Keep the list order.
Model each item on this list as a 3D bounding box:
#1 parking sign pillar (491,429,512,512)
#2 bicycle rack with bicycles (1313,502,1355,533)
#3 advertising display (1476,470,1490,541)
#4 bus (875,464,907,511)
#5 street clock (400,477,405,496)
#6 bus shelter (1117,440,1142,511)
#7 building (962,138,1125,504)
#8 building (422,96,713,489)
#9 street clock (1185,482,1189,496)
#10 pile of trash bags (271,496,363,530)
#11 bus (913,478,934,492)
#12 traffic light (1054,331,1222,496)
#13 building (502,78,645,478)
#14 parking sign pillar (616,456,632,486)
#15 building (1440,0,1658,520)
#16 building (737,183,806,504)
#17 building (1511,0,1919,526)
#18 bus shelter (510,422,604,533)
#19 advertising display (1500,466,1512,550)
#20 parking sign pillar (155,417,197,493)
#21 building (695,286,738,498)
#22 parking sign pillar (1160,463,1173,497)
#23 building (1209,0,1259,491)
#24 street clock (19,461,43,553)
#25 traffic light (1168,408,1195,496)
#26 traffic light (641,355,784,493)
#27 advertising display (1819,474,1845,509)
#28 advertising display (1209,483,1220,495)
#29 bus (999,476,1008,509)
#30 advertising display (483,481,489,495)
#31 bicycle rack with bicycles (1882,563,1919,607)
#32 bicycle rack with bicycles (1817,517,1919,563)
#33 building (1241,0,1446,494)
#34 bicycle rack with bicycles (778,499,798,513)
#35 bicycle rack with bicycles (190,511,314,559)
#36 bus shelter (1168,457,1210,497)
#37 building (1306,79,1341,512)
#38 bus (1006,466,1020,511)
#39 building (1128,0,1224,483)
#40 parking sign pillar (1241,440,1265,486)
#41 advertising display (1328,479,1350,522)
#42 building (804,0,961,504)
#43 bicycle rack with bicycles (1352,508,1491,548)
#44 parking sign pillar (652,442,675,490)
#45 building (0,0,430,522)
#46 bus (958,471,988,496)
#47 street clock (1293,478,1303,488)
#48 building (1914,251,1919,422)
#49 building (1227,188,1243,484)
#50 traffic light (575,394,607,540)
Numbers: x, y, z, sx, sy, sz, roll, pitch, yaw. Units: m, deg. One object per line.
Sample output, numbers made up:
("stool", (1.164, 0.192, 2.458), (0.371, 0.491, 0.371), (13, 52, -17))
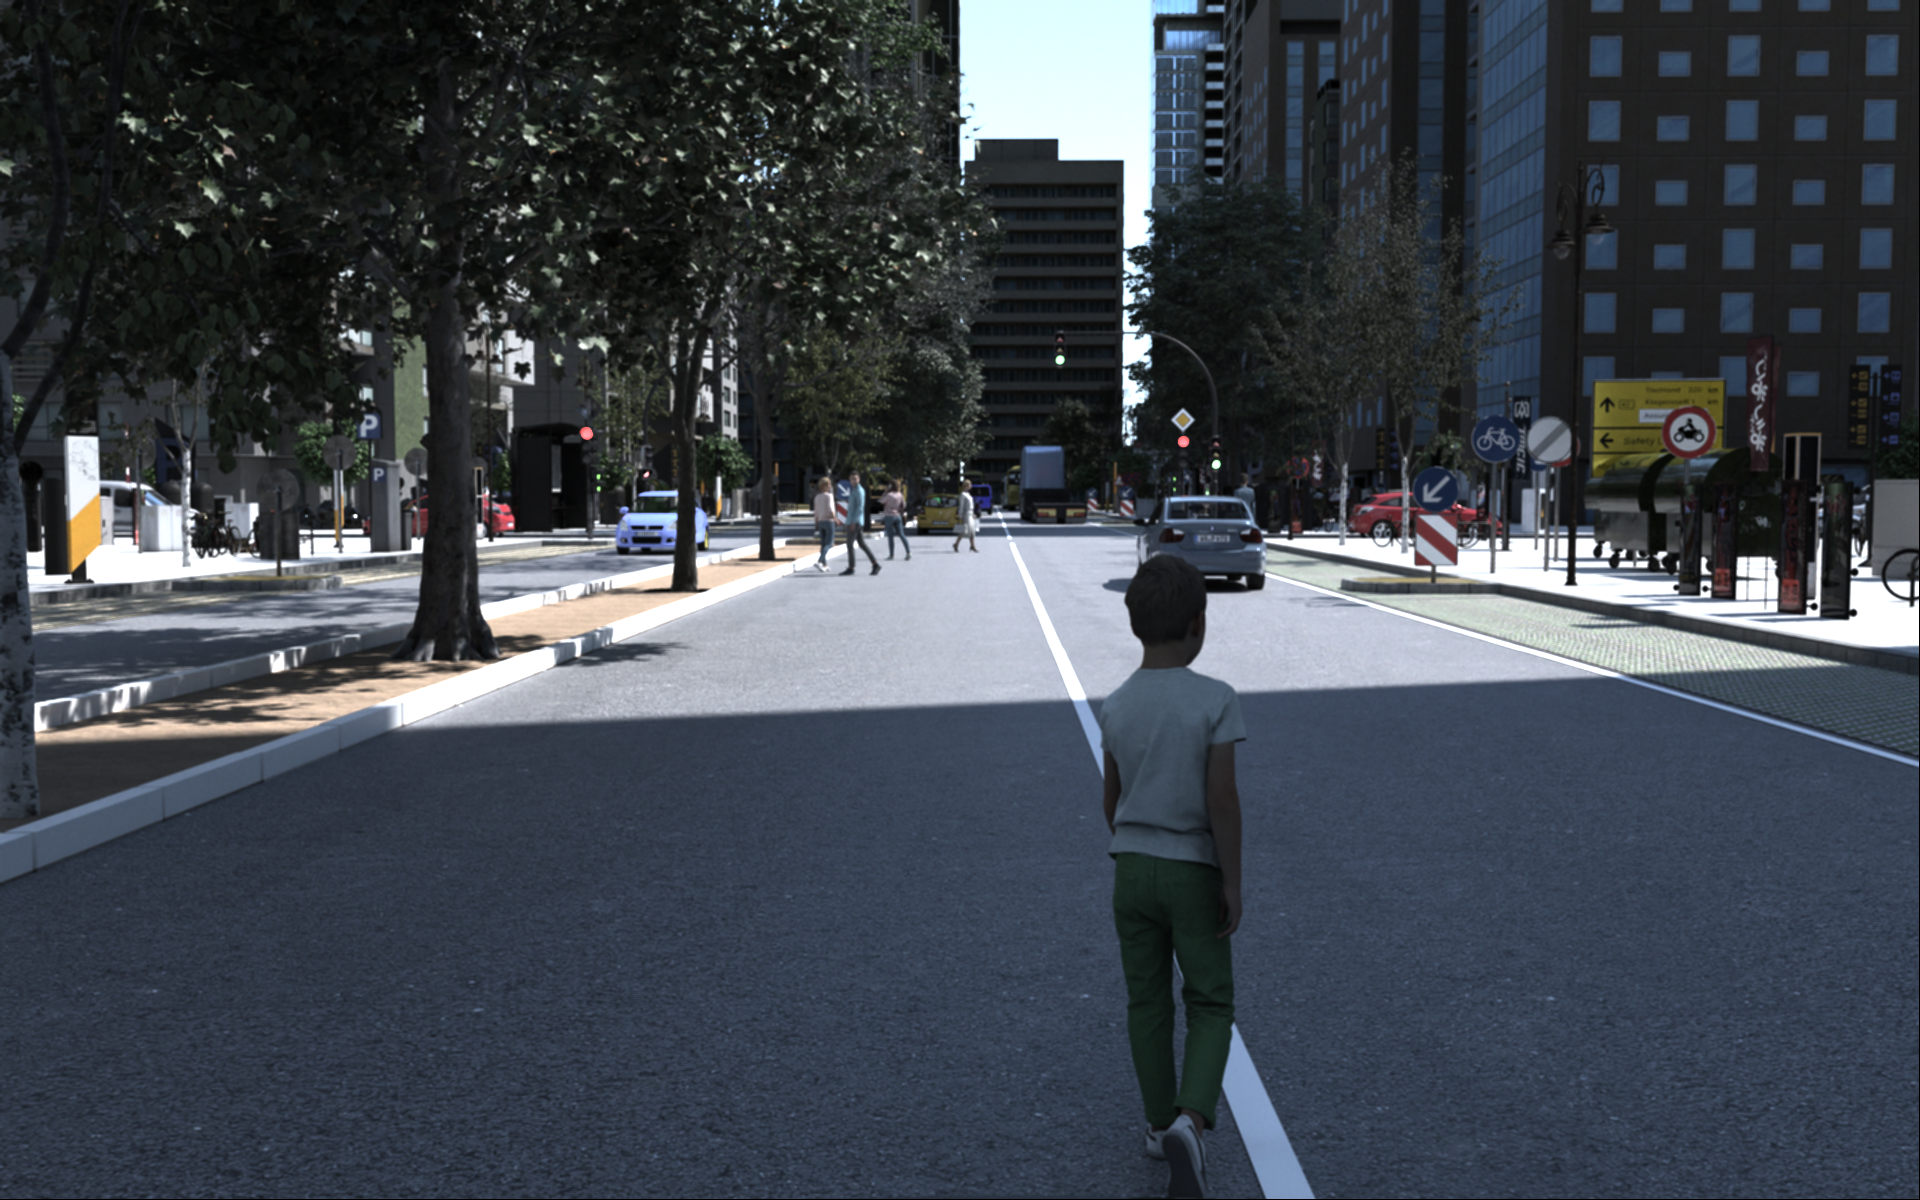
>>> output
("parking sign pillar", (-18.752, -5.033, 70.760), (1.447, 3.967, 1.447), (-2, 4, -35))
("bicycle rack with bicycles", (13.273, -2.712, 57.720), (2.852, 0.926, 2.925), (0, 4, -6))
("advertising display", (14.398, -2.598, 47.688), (0.123, 1.923, 0.974), (0, 4, 3))
("bus", (-5.756, -9.254, 142.850), (2.896, 3.916, 12.252), (0, 4, 2))
("street clock", (-23.844, -4.219, 73.543), (0.358, 2.002, 0.471), (3, 5, 43))
("bus shelter", (12.410, -9.077, 126.035), (2.179, 5.291, 8.768), (0, 4, 1))
("building", (11.212, -37.627, 238.895), (21.600, 48.544, 21.300), (0, 4, 1))
("building", (-38.892, -35.274, 165.976), (28.713, 52.752, 27.495), (0, 4, 1))
("street clock", (11.102, -4.916, 84.954), (0.471, 2.002, 0.358), (2, 4, 34))
("pile of trash bags", (-23.181, -3.191, 61.926), (1.912, 1.369, 3.447), (2, 4, 30))
("bus", (-4.385, -12.103, 192.735), (2.948, 3.499, 13.247), (0, 4, -1))
("traffic light", (4.998, -4.509, 48.397), (4.771, 5.953, 1.251), (0, 4, 1))
("building", (-34.892, -43.002, 141.330), (20.563, 71.187, 20.611), (0, 4, 1))
("parking sign pillar", (-22.558, -7.834, 116.563), (1.447, 3.967, 1.447), (2, 4, 27))
("building", (30.561, -27.609, 101.512), (14.600, 45.320, 14.200), (0, 4, 1))
("building", (-35.475, -35.819, 240.258), (28.867, 44.769, 22.147), (0, 4, 1))
("building", (30.903, -25.967, 74.664), (14.200, 45.320, 14.600), (0, 4, 1))
("bus shelter", (-13.859, -4.198, 59.921), (1.731, 3.624, 6.357), (0, 4, 1))
("advertising display", (12.568, -2.119, 39.861), (0.123, 1.923, 0.974), (1, 4, 10))
("parking sign pillar", (-27.346, -4.401, 60.425), (1.447, 3.967, 1.447), (-1, 4, -16))
("building", (-31.536, -25.406, 187.085), (14.107, 30.474, 14.160), (0, 4, 1))
("parking sign pillar", (14.676, -8.122, 121.264), (1.447, 3.967, 1.447), (3, 5, 43))
("building", (36.891, -45.451, 181.380), (20.563, 71.187, 20.611), (0, 4, 1))
("street clock", (-20.390, -2.049, 38.067), (0.471, 2.002, 0.358), (-2, 4, -27))
("traffic light", (7.234, -4.132, 56.485), (0.839, 4.253, 0.868), (0, 4, 1))
("traffic light", (-8.182, -5.022, 56.778), (4.771, 5.953, 1.251), (0, 4, 1))
("advertising display", (28.420, -3.151, 56.726), (0.974, 1.923, 0.123), (0, 4, 6))
("advertising display", (14.491, -5.788, 99.853), (0.974, 1.923, 0.123), (0, 4, 3))
("bus", (5.383, -10.509, 166.685), (2.948, 3.499, 13.247), (0, 4, 0))
("advertising display", (-22.593, -4.714, 82.295), (0.123, 1.923, 0.974), (1, 4, 16))
("bicycle rack with bicycles", (12.059, -0.393, 19.801), (2.852, 0.926, 2.925), (-3, 5, -40))
("bicycle rack with bicycles", (18.186, -1.363, 35.660), (2.852, 0.926, 2.925), (2, 4, 35))
("building", (32.433, -30.594, 150.328), (14.600, 45.320, 14.200), (0, 4, 1))
("bicycle rack with bicycles", (-13.439, -7.073, 129.025), (2.925, 0.926, 2.852), (-2, 4, -29))
("bicycle rack with bicycles", (-14.632, -1.335, 35.204), (2.852, 0.926, 2.925), (0, 4, 7))
("bus shelter", (12.939, -6.322, 97.286), (2.014, 3.302, 5.546), (0, 4, 1))
("building", (31.859, -21.551, 124.058), (14.160, 30.474, 14.107), (0, 4, 1))
("bus", (5.396, -9.766, 151.224), (2.896, 3.916, 12.252), (0, 4, 2))
("building", (37.913, -56.626, 238.502), (31.000, 86.520, 22.319), (0, 4, 1))
("parking sign pillar", (13.884, -5.740, 82.319), (1.447, 3.967, 1.447), (-3, 4, -36))
("advertising display", (16.710, -4.353, 76.385), (0.974, 1.923, 0.123), (1, 4, 11))
("building", (-10.286, -48.945, 238.507), (20.611, 71.187, 20.563), (0, 4, 1))
("bicycle rack with bicycles", (11.379, -1.735, 41.746), (2.925, 0.926, 2.852), (0, 4, -4))
("parking sign pillar", (-15.338, -6.161, 89.204), (1.447, 3.967, 1.447), (1, 4, 15))
("building", (-32.927, -24.047, 76.759), (14.154, 41.232, 14.086), (0, 4, 1))
("bus", (1.336, -11.630, 181.692), (2.896, 3.916, 12.252), (0, 4, 3))
("street clock", (14.938, -4.424, 76.894), (0.471, 2.002, 0.358), (2, 4, 33))
("building", (61.457, -32.902, 79.951), (28.212, 58.520, 21.231), (0, 4, 1))
("building", (32.502, -24.078, 165.371), (14.160, 30.474, 14.107), (0, 4, 1))
("traffic light", (-10.417, -3.662, 48.796), (0.839, 4.253, 0.868), (0, 4, 1))
